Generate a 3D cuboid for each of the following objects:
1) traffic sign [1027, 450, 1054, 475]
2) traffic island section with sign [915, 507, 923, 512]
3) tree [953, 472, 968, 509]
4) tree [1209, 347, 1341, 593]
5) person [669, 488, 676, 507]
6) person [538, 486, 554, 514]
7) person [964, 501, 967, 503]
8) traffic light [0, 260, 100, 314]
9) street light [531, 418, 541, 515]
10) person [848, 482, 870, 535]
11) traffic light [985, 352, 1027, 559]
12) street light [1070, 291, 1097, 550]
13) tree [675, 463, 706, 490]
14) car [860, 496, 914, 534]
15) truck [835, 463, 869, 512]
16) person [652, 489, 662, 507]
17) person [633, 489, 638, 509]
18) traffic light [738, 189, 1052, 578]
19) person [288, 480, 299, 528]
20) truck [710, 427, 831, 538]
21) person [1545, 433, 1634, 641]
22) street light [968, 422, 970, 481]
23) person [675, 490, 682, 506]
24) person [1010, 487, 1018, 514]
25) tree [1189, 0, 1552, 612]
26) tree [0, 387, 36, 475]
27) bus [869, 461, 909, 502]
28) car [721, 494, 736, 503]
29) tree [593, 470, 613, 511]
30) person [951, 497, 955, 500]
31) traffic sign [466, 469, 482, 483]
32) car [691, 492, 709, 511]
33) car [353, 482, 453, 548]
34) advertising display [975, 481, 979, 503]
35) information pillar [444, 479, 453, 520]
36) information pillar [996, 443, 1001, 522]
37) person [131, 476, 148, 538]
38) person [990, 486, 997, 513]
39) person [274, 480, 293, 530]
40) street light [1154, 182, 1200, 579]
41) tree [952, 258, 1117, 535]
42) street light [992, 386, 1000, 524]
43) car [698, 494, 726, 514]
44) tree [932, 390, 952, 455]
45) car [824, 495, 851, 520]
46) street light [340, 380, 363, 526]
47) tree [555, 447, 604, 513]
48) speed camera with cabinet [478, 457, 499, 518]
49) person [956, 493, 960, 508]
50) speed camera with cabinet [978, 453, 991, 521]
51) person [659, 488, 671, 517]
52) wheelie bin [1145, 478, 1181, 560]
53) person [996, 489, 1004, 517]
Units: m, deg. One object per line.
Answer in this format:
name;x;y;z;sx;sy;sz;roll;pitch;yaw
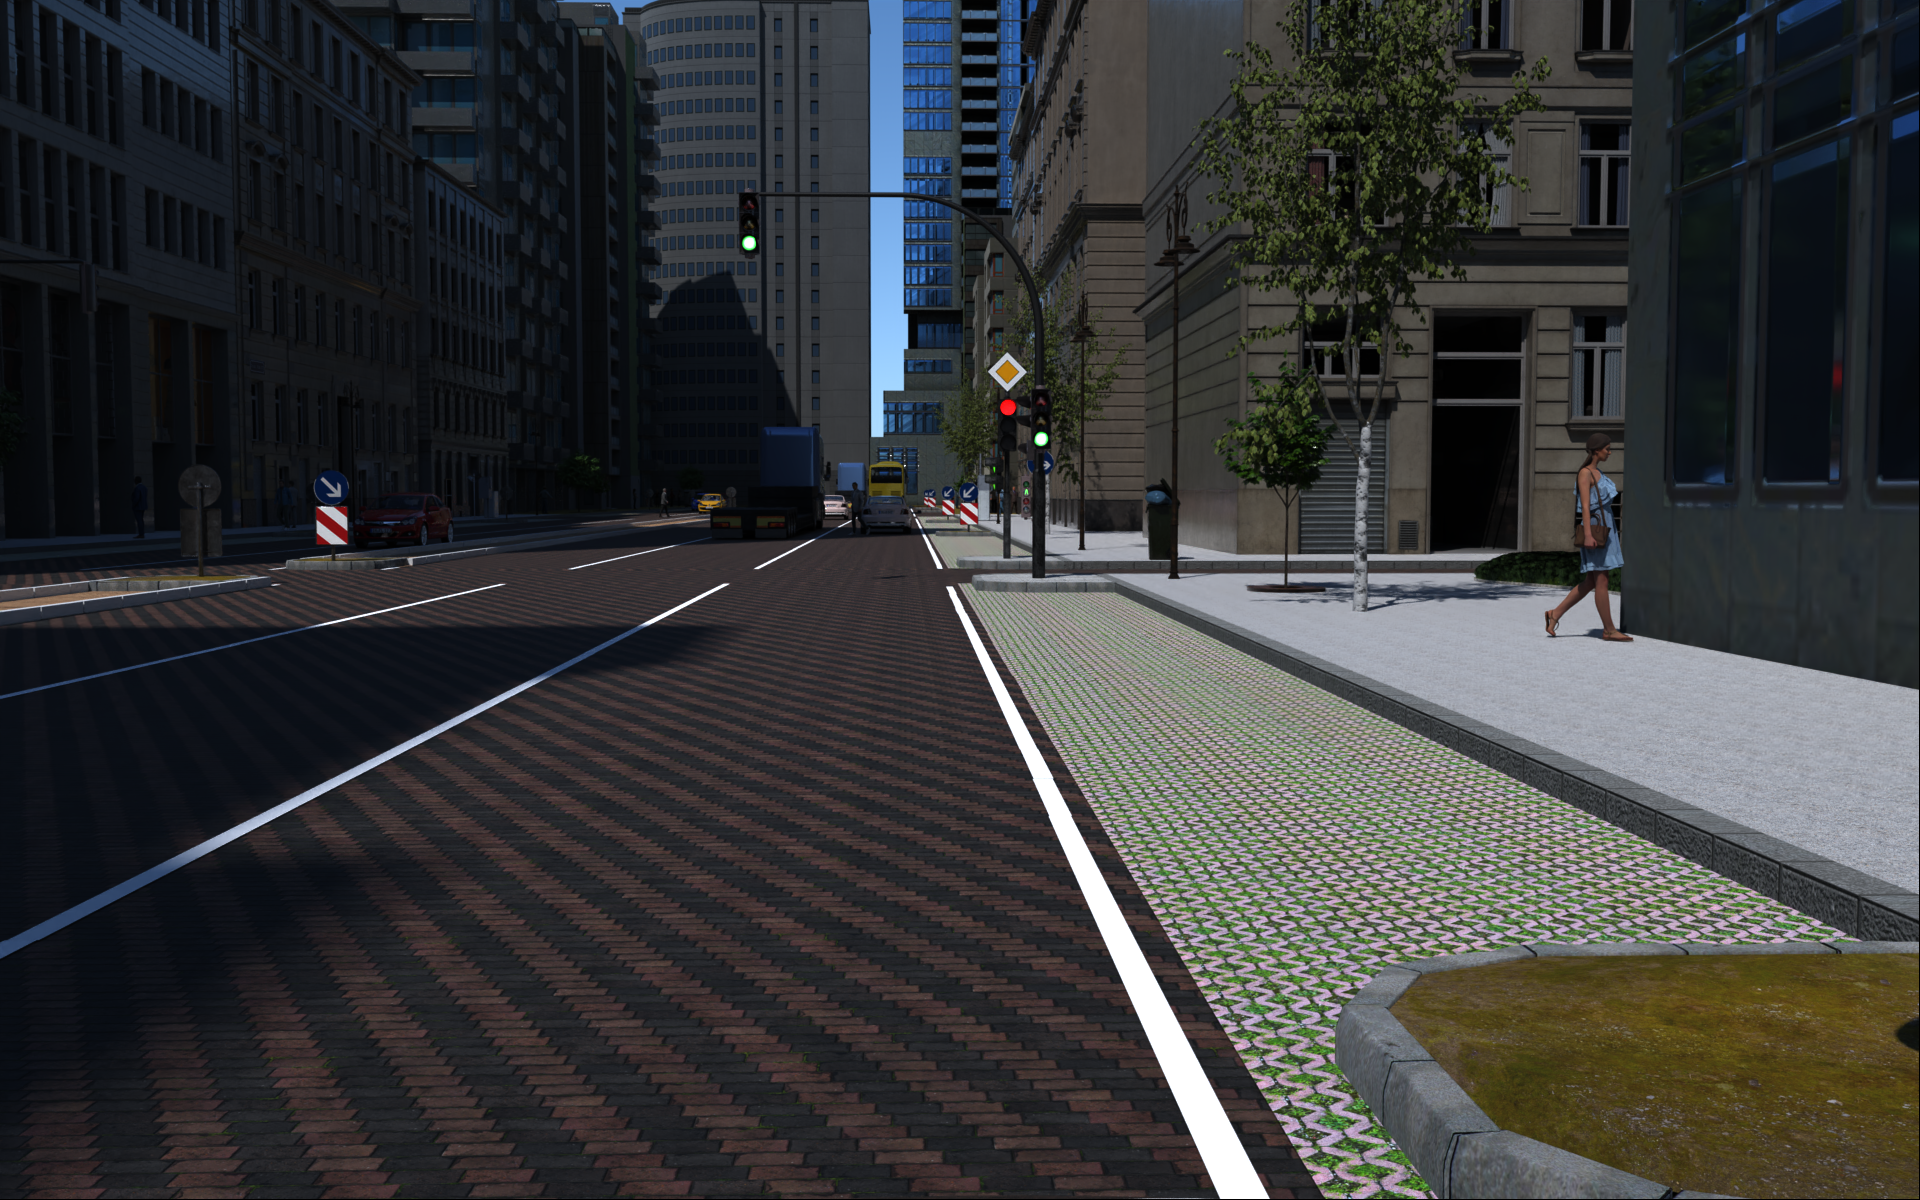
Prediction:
traffic sign;2.299;-3.024;49.551;0.768;2.556;0.104;0;4;5
traffic island section with sign;-2.343;-7.809;136.306;1.989;1.847;2.006;0;4;-2
tree;0.162;-9.543;150.626;1.663;3.219;1.824;0;3;0
tree;4.364;-1.738;23.015;1.663;3.219;1.824;0;3;0
person;-27.856;-9.879;167.528;0.705;1.831;1.348;1;4;14
person;-26.957;-6.506;112.501;1.350;1.814;0.705;2;4;31
person;0.345;-7.135;123.404;0.721;1.736;1.217;1;4;21
traffic light;-19.245;-3.610;33.695;4.771;5.953;1.251;0;4;-2
street light;-25.680;-8.086;104.990;0.468;5.910;1.993;0;4;-2
person;-3.531;-3.176;60.270;0.795;1.843;0.661;-3;5;-40
traffic light;0.916;-2.777;34.325;0.839;4.253;0.868;0;4;-2
street light;2.796;-4.081;39.520;0.468;5.910;1.993;0;4;-2
tree;-28.475;-12.177;182.800;4.285;4.588;4.351;0;3;0
car;-2.738;-3.148;63.826;2.083;1.381;4.827;0;4;-3
truck;-9.207;-9.380;143.121;2.967;4.110;18.799;0;4;-1
person;-29.105;-9.769;166.287;1.217;1.766;0.721;1;4;19
person;-27.330;-8.511;145.925;0.721;1.735;1.217;-1;4;-21
traffic light;-0.914;-3.148;26.136;4.771;5.953;1.251;0;4;-2
person;-25.348;-3.625;65.508;0.583;1.804;0.606;1;4;18
truck;-6.744;-4.518;63.630;2.967;4.110;18.799;0;4;-1
person;5.507;-0.552;15.167;0.778;1.811;0.616;3;4;37
street light;0.563;-8.336;109.087;0.468;5.910;1.993;0;4;-2
person;-29.312;-10.616;180.338;0.721;1.735;1.217;-3;5;-41
person;3.537;-6.453;112.095;0.990;1.755;0.434;-1;4;-20
tree;4.413;-4.194;18.935;4.737;8.622;4.395;0;3;0
tree;-23.628;-3.492;40.801;4.285;4.588;4.351;0;3;0
bus;-5.348;-8.449;129.690;2.896;3.916;12.252;0;4;-1
car;-23.381;-10.012;172.729;2.155;1.783;4.494;0;4;-2
tree;-26.932;-8.222;129.024;1.663;3.219;1.824;0;3;0
person;-0.657;-9.098;154.818;0.705;1.821;1.348;0;4;-6
traffic sign;-24.912;-5.447;88.788;0.795;2.593;0.064;0;4;-1
car;-21.859;-8.444;147.645;1.945;1.707;3.694;0;4;-1
car;-15.148;-2.335;47.216;2.155;1.783;4.494;0;4;-2
advertising display;1.073;-5.088;88.403;0.123;1.923;0.974;2;4;33
information pillar;-24.932;-4.887;84.399;0.304;2.012;0.304;-2;4;-35
information pillar;1.763;-5.381;79.337;0.183;3.616;0.504;0;4;-1
person;-23.741;-2.686;50.137;0.419;1.800;0.721;0;4;-7
person;2.318;-6.763;116.632;1.348;1.823;0.705;0;4;-6
person;-23.898;-3.353;61.202;0.601;1.785;0.444;1;4;11
street light;3.240;-3.257;26.047;0.468;5.910;1.993;0;4;-2
tree;3.006;-6.378;54.647;4.737;8.622;4.395;0;3;0
street light;1.653;-6.228;74.615;0.468;5.910;1.993;0;4;-2
car;-18.093;-7.114;126.540;2.015;1.641;3.980;0;4;-2
tree;0.783;-8.895;95.799;4.737;8.622;4.395;0;3;0
car;-7.192;-5.206;97.482;2.083;1.381;4.827;0;4;-4
street light;-24.640;-5.961;70.257;0.468;5.910;1.993;0;4;-2
tree;-26.463;-8.370;120.557;4.285;4.588;4.351;0;3;0
speed camera with cabinet;-25.197;-6.005;92.521;0.660;3.252;2.038;0;4;-1
person;-0.215;-9.347;158.954;0.705;1.814;1.350;-1;4;-9
speed camera with cabinet;1.166;-5.453;83.488;0.660;3.252;2.038;0;4;2
person;-18.116;-5.970;106.511;0.834;1.777;0.661;-1;4;-22
wheelie bin;3.951;-1.587;33.853;0.693;1.594;0.980;0;4;4
person;2.306;-5.556;97.142;0.793;1.790;0.793;1;4;23
